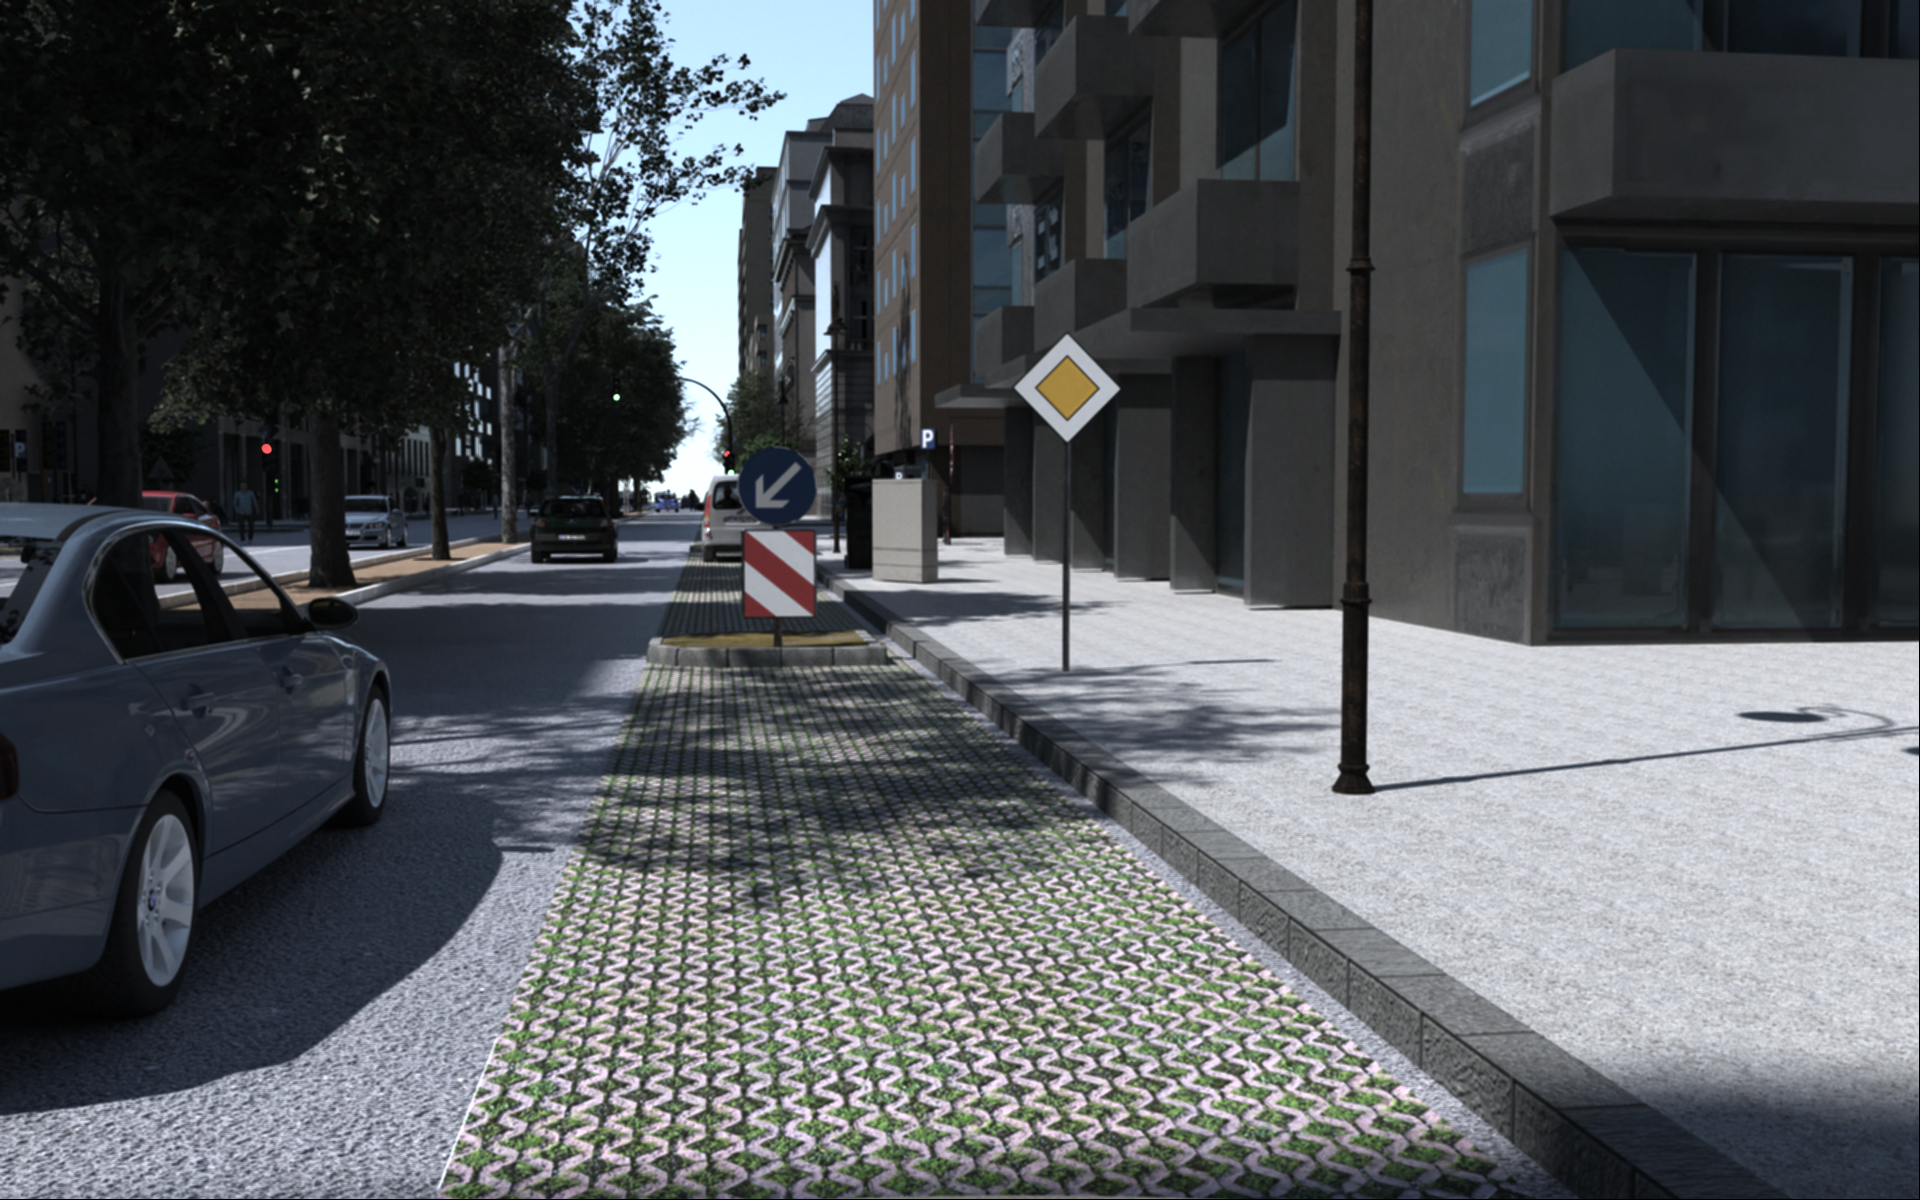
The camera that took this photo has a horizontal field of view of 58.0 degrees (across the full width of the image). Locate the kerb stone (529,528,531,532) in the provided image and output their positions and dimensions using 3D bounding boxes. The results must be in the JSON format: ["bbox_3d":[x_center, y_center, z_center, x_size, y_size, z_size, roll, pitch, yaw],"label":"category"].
[{"bbox_3d":[-15.983,-2.537,63.755,0.120,0.150,1.000,-1,4,-8],"label":"kerb stone"}]

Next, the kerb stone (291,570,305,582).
[{"bbox_3d":[-10.895,-0.368,28.223,0.120,0.150,1.000,-1,4,-8],"label":"kerb stone"}]

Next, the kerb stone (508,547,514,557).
[{"bbox_3d":[-10.410,-1.071,39.714,0.120,0.150,1.000,-1,4,-8],"label":"kerb stone"}]

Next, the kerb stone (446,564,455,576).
[{"bbox_3d":[-9.102,-0.507,30.583,0.120,0.150,1.000,-1,4,-8],"label":"kerb stone"}]

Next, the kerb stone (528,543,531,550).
[{"bbox_3d":[-10.991,-1.316,43.765,0.120,0.150,1.000,-1,4,-8],"label":"kerb stone"}]

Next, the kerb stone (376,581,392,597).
[{"bbox_3d":[-8.229,-0.140,24.488,0.120,0.150,1.000,-1,4,-8],"label":"kerb stone"}]

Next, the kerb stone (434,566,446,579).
[{"bbox_3d":[-8.961,-0.451,29.567,0.120,0.150,1.000,-1,4,-8],"label":"kerb stone"}]

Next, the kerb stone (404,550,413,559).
[{"bbox_3d":[-12.333,-0.990,38.378,0.120,0.150,1.000,-1,4,-8],"label":"kerb stone"}]

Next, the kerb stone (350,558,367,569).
[{"bbox_3d":[-11.608,-0.677,33.291,0.120,0.150,1.000,-1,4,-8],"label":"kerb stone"}]

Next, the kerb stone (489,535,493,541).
[{"bbox_3d":[-14.387,-1.859,52.592,0.120,0.150,1.000,-1,4,-8],"label":"kerb stone"}]

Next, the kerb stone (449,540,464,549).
[{"bbox_3d":[-13.510,-1.482,46.509,0.120,0.150,1.000,-1,4,-8],"label":"kerb stone"}]

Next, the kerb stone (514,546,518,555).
[{"bbox_3d":[-10.563,-1.128,40.725,0.120,0.150,1.000,-1,4,-8],"label":"kerb stone"}]

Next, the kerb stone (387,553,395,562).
[{"bbox_3d":[-12.057,-0.865,36.346,0.120,0.150,1.000,-1,4,-8],"label":"kerb stone"}]

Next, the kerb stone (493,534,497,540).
[{"bbox_3d":[-14.525,-1.920,53.605,0.120,0.150,1.000,-1,4,-8],"label":"kerb stone"}]

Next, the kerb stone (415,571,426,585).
[{"bbox_3d":[-8.674,-0.327,27.540,0.120,0.150,1.000,-1,4,-8],"label":"kerb stone"}]

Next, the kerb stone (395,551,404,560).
[{"bbox_3d":[-12.197,-0.921,37.359,0.120,0.150,1.000,-1,4,-8],"label":"kerb stone"}]

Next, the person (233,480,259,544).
[{"bbox_3d":[-20.443,-2.512,49.591,0.660,1.820,0.620,-2,4,-30],"label":"person"}]

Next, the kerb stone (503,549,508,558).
[{"bbox_3d":[-10.267,-1.010,38.701,0.120,0.150,1.000,-1,4,-8],"label":"kerb stone"}]

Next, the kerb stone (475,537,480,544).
[{"bbox_3d":[-13.942,-1.673,49.552,0.120,0.150,1.000,-1,4,-8],"label":"kerb stone"}]

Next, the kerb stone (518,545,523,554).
[{"bbox_3d":[-10.702,-1.195,41.738,0.120,0.150,1.000,-1,4,-8],"label":"kerb stone"}]

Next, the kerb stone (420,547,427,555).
[{"bbox_3d":[-12.639,-1.113,40.410,0.120,0.150,1.000,-1,4,-8],"label":"kerb stone"}]

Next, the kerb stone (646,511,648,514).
[{"bbox_3d":[-21.970,-6.005,120.380,0.120,0.150,1.000,-1,4,-8],"label":"kerb stone"}]

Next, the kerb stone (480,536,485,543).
[{"bbox_3d":[-14.084,-1.735,50.570,0.120,0.150,1.000,-1,4,-8],"label":"kerb stone"}]

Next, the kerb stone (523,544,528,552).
[{"bbox_3d":[-10.845,-1.257,42.753,0.120,0.150,1.000,-1,4,-8],"label":"kerb stone"}]

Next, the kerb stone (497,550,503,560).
[{"bbox_3d":[-10.125,-0.947,37.683,0.120,0.150,1.000,-1,4,-8],"label":"kerb stone"}]

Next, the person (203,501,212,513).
[{"bbox_3d":[-20.041,-2.009,46.015,0.373,1.253,0.362,-1,4,-10],"label":"person"}]

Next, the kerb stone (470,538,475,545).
[{"bbox_3d":[-13.805,-1.607,48.538,0.120,0.150,1.000,-1,4,-8],"label":"kerb stone"}]

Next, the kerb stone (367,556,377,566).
[{"bbox_3d":[-11.762,-0.741,34.308,0.120,0.150,1.000,-1,4,-8],"label":"kerb stone"}]

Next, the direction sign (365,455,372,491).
[{"bbox_3d":[-34.262,-6.630,100.403,0.379,3.537,0.876,0,4,6],"label":"direction sign"}]

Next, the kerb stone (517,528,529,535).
[{"bbox_3d":[-15.835,-2.480,62.739,0.120,0.150,1.000,-1,4,-8],"label":"kerb stone"}]

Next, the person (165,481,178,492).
[{"bbox_3d":[-23.886,-2.674,52.326,0.635,1.810,0.391,-3,5,-45],"label":"person"}]

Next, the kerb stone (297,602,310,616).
[{"bbox_3d":[-7.640,0.109,20.414,0.120,0.150,1.000,-1,4,-8],"label":"kerb stone"}]

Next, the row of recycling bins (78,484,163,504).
[{"bbox_3d":[-35.264,-3.999,72.492,3.534,1.692,1.069,-3,4,-37],"label":"row of recycling bins"}]

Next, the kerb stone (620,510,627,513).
[{"bbox_3d":[-26.087,-6.858,134.316,0.120,0.150,1.000,-1,4,-8],"label":"kerb stone"}]

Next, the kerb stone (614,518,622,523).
[{"bbox_3d":[-17.173,-3.951,86.887,0.120,0.150,1.000,-1,4,-8],"label":"kerb stone"}]

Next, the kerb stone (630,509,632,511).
[{"bbox_3d":[-27.548,-7.478,144.467,0.120,0.150,1.000,-1,4,-8],"label":"kerb stone"}]

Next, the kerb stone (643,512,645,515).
[{"bbox_3d":[-21.234,-5.694,115.305,0.120,0.150,1.000,-1,4,-8],"label":"kerb stone"}]

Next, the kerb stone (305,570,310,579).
[{"bbox_3d":[-11.036,-0.419,29.237,0.120,0.150,1.000,-1,4,-8],"label":"kerb stone"}]

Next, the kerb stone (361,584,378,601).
[{"bbox_3d":[-8.087,-0.077,23.475,0.120,0.150,1.000,-1,4,-8],"label":"kerb stone"}]

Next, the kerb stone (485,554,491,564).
[{"bbox_3d":[-9.832,-0.823,35.653,0.120,0.150,1.000,-1,4,-8],"label":"kerb stone"}]

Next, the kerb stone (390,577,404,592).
[{"bbox_3d":[-8.375,-0.202,25.503,0.120,0.150,1.000,-1,4,-8],"label":"kerb stone"}]

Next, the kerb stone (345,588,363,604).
[{"bbox_3d":[-7.941,-0.016,22.450,0.120,0.150,1.000,-1,4,-8],"label":"kerb stone"}]

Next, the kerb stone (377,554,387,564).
[{"bbox_3d":[-11.899,-0.803,35.327,0.120,0.150,1.000,-1,4,-8],"label":"kerb stone"}]

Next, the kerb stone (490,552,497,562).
[{"bbox_3d":[-9.981,-0.880,36.664,0.120,0.150,1.000,-1,4,-8],"label":"kerb stone"}]

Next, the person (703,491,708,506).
[{"bbox_3d":[-8.909,-3.284,62.212,0.660,1.820,0.620,-1,4,-12],"label":"person"}]

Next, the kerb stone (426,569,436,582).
[{"bbox_3d":[-8.823,-0.389,28.551,0.120,0.150,1.000,-1,4,-8],"label":"kerb stone"}]

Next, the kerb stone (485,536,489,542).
[{"bbox_3d":[-14.240,-1.797,51.580,0.120,0.150,1.000,-1,4,-8],"label":"kerb stone"}]

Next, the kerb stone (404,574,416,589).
[{"bbox_3d":[-8.522,-0.262,26.529,0.120,0.150,1.000,-1,4,-8],"label":"kerb stone"}]

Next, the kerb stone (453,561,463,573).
[{"bbox_3d":[-9.248,-0.575,31.600,0.120,0.150,1.000,-1,4,-8],"label":"kerb stone"}]

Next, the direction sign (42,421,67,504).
[{"bbox_3d":[-28.247,-3.797,54.079,0.876,3.537,0.379,1,4,16],"label":"direction sign"}]

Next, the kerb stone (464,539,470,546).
[{"bbox_3d":[-13.654,-1.547,47.520,0.120,0.150,1.000,-1,4,-8],"label":"kerb stone"}]

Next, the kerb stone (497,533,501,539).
[{"bbox_3d":[-14.665,-1.983,54.618,0.120,0.150,1.000,-1,4,-8],"label":"kerb stone"}]

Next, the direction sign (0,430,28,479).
[{"bbox_3d":[-33.302,-4.218,60.964,0.876,3.537,0.379,-1,4,-20],"label":"direction sign"}]

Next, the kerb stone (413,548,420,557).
[{"bbox_3d":[-12.487,-1.052,39.394,0.120,0.150,1.000,-1,4,-8],"label":"kerb stone"}]

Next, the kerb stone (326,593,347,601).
[{"bbox_3d":[-7.792,0.047,21.434,0.120,0.150,1.000,-1,4,-8],"label":"kerb stone"}]

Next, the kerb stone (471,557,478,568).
[{"bbox_3d":[-9.545,-0.699,33.628,0.120,0.150,1.000,-1,4,-8],"label":"kerb stone"}]

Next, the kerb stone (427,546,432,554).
[{"bbox_3d":[-12.778,-1.176,41.429,0.120,0.150,1.000,-1,4,-8],"label":"kerb stone"}]

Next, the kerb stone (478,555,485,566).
[{"bbox_3d":[-9.680,-0.761,34.642,0.120,0.150,1.000,-1,4,-8],"label":"kerb stone"}]

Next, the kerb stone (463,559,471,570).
[{"bbox_3d":[-9.391,-0.637,32.612,0.120,0.150,1.000,-1,4,-8],"label":"kerb stone"}]
